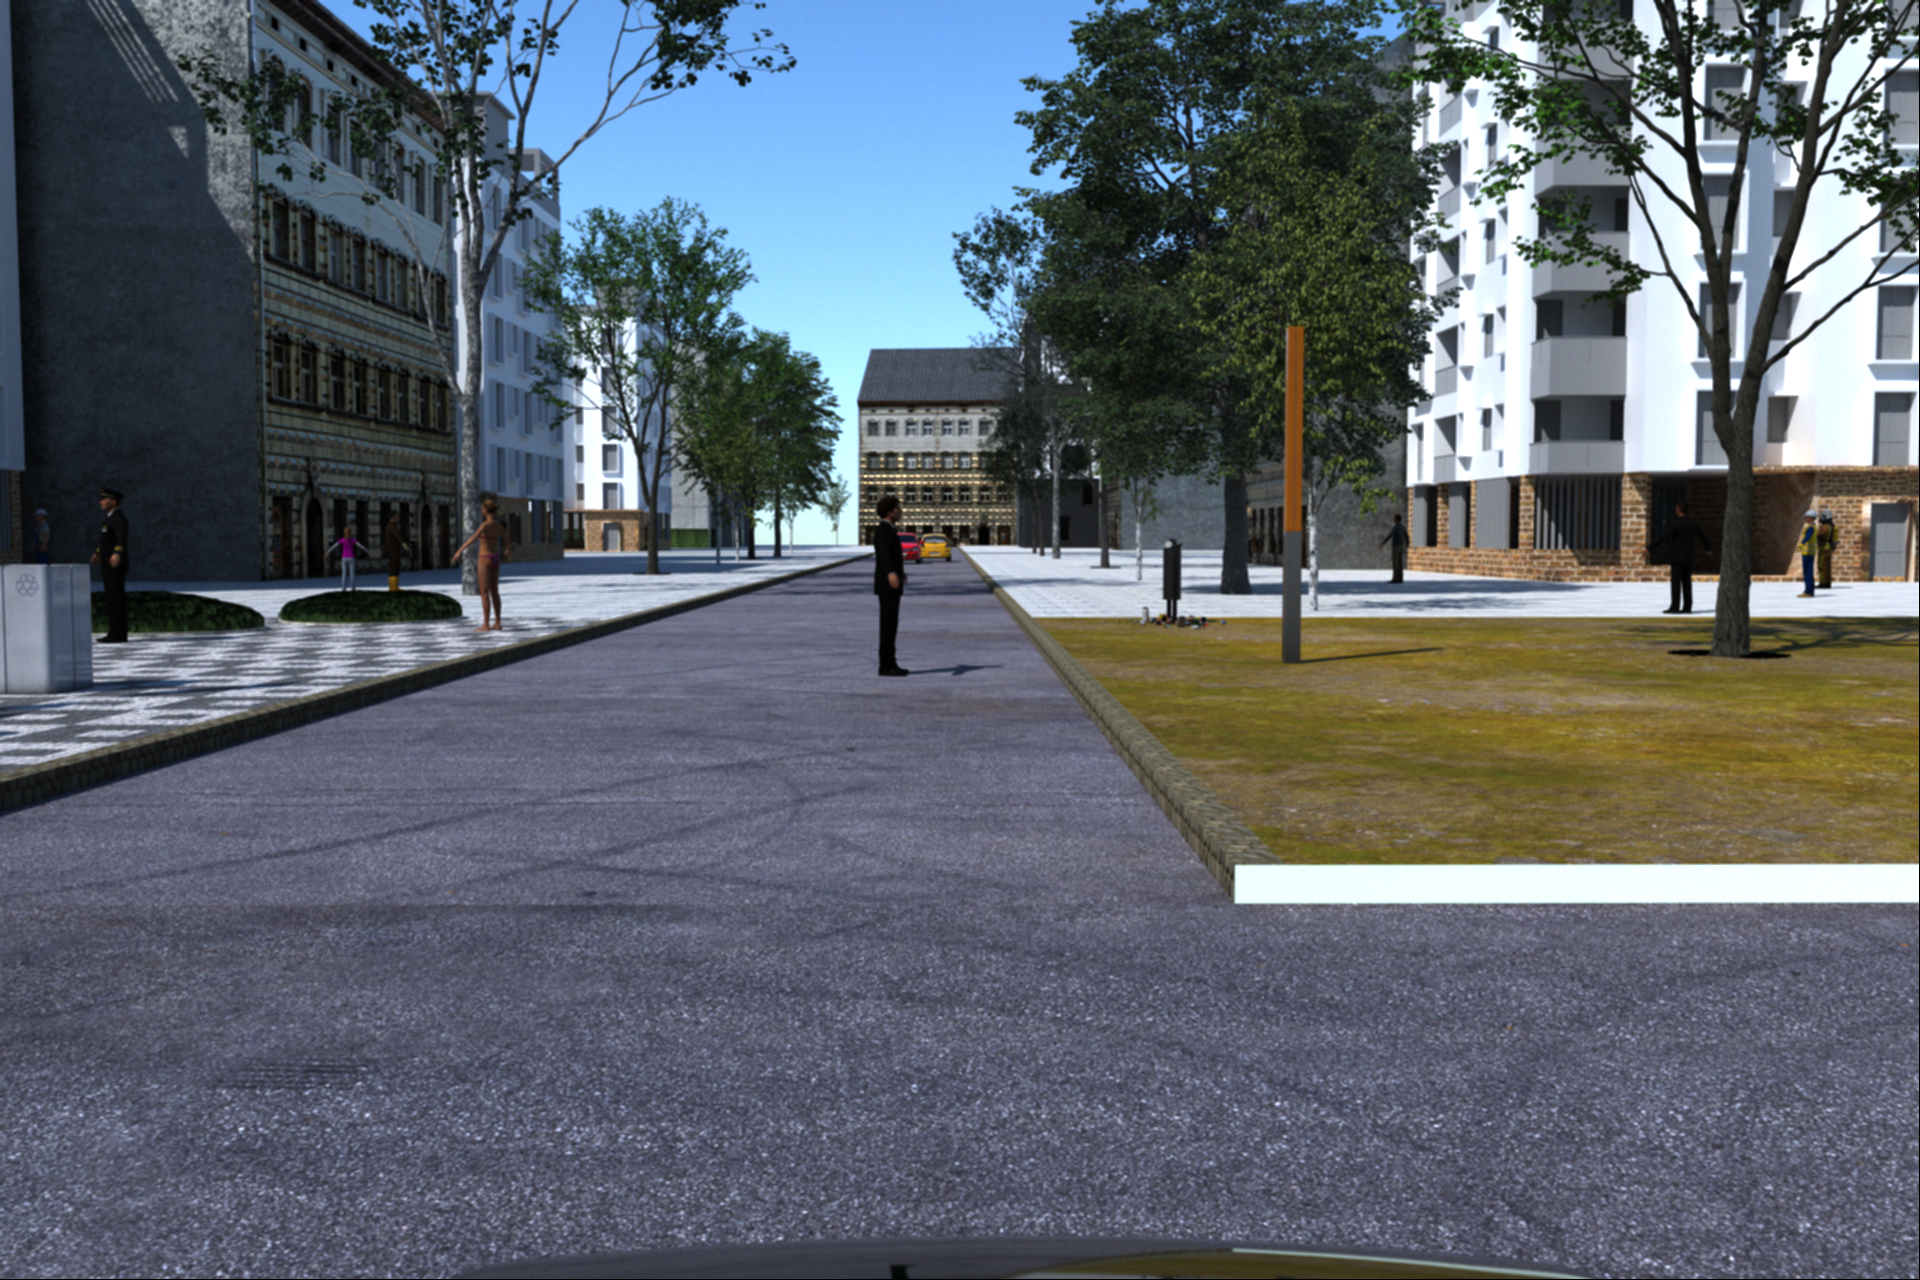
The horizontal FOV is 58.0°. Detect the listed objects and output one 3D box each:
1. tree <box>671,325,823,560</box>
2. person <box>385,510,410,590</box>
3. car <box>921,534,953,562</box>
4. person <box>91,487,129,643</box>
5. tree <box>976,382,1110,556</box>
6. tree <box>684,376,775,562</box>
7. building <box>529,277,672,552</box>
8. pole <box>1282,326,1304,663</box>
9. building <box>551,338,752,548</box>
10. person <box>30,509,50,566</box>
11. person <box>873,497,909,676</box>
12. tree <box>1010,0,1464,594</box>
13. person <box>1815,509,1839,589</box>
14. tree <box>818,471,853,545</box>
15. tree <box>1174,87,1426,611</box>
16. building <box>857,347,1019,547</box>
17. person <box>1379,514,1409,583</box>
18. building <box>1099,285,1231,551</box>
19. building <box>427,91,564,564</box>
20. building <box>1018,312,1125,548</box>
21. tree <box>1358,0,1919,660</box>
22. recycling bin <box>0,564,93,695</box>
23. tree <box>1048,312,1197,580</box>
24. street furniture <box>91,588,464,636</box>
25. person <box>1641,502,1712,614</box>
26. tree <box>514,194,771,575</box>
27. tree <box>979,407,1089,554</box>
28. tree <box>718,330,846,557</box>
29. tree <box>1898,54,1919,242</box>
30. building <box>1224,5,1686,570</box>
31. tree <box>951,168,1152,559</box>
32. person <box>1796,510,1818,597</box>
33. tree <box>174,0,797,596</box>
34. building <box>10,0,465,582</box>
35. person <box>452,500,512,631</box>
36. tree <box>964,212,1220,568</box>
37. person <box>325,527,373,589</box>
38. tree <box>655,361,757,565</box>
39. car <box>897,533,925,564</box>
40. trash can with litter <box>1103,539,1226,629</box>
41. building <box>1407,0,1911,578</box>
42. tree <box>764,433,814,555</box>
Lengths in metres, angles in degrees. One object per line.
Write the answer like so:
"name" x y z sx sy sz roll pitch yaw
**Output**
"tree" -10.701 -9.890 87.457 9.928 11.665 9.643 0 3 0
"person" -12.442 -1.960 38.176 0.704 1.812 1.346 -2 4 -34
"car" -1.333 -4.895 90.249 2.015 1.641 3.980 0 4 -2
"person" -10.026 -0.889 20.464 0.705 1.837 1.347 -2 4 -35
"tree" 4.878 -10.188 100.982 8.767 10.594 7.601 1 4 10
"tree" -10.423 -7.931 80.028 4.737 8.622 4.395 0 3 0
"building" -28.532 -16.669 128.953 16.016 20.090 11.380 0 4 -1
"pole" 3.295 -1.425 17.141 0.158 3.312 0.155 0 3 0
"building" -31.047 -18.694 172.104 16.747 18.905 31.486 0 4 1
"person" -20.698 -2.028 39.009 0.705 1.847 1.347 -3 4 -38
"person" -0.689 -0.547 17.582 0.705 1.806 1.347 0 4 2
"tree" 5.801 -7.952 36.678 9.857 13.997 8.962 0 3 0
"person" 20.324 -2.139 40.735 1.354 1.858 0.705 -3 4 -39
"tree" -14.592 -15.375 201.747 4.737 8.622 4.395 0 3 0
"tree" 5.772 -4.779 28.494 4.737 8.622 4.395 0 3 0
"building" -1.461 -22.624 203.293 18.063 23.208 19.493 0 4 7
"person" 11.421 -2.387 45.300 1.348 1.796 0.705 -3 5 -44
"building" 21.653 -19.097 143.163 19.493 23.208 18.063 0 4 0
"building" -25.061 -13.397 75.460 16.016 20.090 11.380 0 4 -1
"building" 19.790 -20.309 176.021 27.936 21.610 32.646 0 4 0
"tree" 8.028 -5.622 17.683 9.928 11.665 9.643 0 3 0
"recycling bin" -7.610 -0.098 14.149 0.722 1.027 0.722 0 4 -1
"tree" 5.173 -5.966 47.913 4.360 8.622 3.978 0 3 0
"street furniture" -12.573 -0.552 24.649 10.072 0.657 5.734 0 4 4
"person" 11.611 -1.327 27.918 1.346 1.802 0.704 -1 4 -18
"tree" -9.790 -7.864 54.334 9.928 11.665 9.643 0 3 0
"tree" 5.040 -10.916 112.886 8.767 10.594 7.601 2 4 26
"tree" -10.134 -10.947 97.109 7.486 12.596 7.792 0 3 0
"tree" 17.776 -6.061 24.854 9.928 11.665 9.643 0 3 0
"building" 21.749 -14.650 70.458 19.493 23.208 18.063 0 3 0
"tree" 6.207 -14.263 89.082 12.611 20.169 13.585 0 3 0
"person" 17.178 -1.759 35.221 0.721 1.772 1.216 2 4 35
"tree" -9.893 -11.080 37.053 12.611 20.169 13.585 0 3 0
"building" -27.948 -13.701 54.948 19.493 23.208 18.063 0 3 0
"person" -6.311 -0.990 22.985 0.721 1.733 1.217 1 4 21
"tree" 5.335 -9.437 64.667 12.009 13.543 11.850 0 3 0
"person" -13.021 -1.691 36.910 0.991 1.433 0.599 -1 4 -9
"tree" -10.189 -7.406 71.444 4.737 8.622 4.395 0 3 0
"car" -2.790 -4.591 84.100 2.155 1.783 4.494 0 4 0
"trash can with litter" 2.954 -0.821 24.486 1.678 1.210 2.233 0 4 -2
"building" 20.754 -12.369 58.652 16.016 20.090 11.380 0 3 0
"tree" -10.516 -9.656 108.245 4.360 8.622 3.978 0 3 0
